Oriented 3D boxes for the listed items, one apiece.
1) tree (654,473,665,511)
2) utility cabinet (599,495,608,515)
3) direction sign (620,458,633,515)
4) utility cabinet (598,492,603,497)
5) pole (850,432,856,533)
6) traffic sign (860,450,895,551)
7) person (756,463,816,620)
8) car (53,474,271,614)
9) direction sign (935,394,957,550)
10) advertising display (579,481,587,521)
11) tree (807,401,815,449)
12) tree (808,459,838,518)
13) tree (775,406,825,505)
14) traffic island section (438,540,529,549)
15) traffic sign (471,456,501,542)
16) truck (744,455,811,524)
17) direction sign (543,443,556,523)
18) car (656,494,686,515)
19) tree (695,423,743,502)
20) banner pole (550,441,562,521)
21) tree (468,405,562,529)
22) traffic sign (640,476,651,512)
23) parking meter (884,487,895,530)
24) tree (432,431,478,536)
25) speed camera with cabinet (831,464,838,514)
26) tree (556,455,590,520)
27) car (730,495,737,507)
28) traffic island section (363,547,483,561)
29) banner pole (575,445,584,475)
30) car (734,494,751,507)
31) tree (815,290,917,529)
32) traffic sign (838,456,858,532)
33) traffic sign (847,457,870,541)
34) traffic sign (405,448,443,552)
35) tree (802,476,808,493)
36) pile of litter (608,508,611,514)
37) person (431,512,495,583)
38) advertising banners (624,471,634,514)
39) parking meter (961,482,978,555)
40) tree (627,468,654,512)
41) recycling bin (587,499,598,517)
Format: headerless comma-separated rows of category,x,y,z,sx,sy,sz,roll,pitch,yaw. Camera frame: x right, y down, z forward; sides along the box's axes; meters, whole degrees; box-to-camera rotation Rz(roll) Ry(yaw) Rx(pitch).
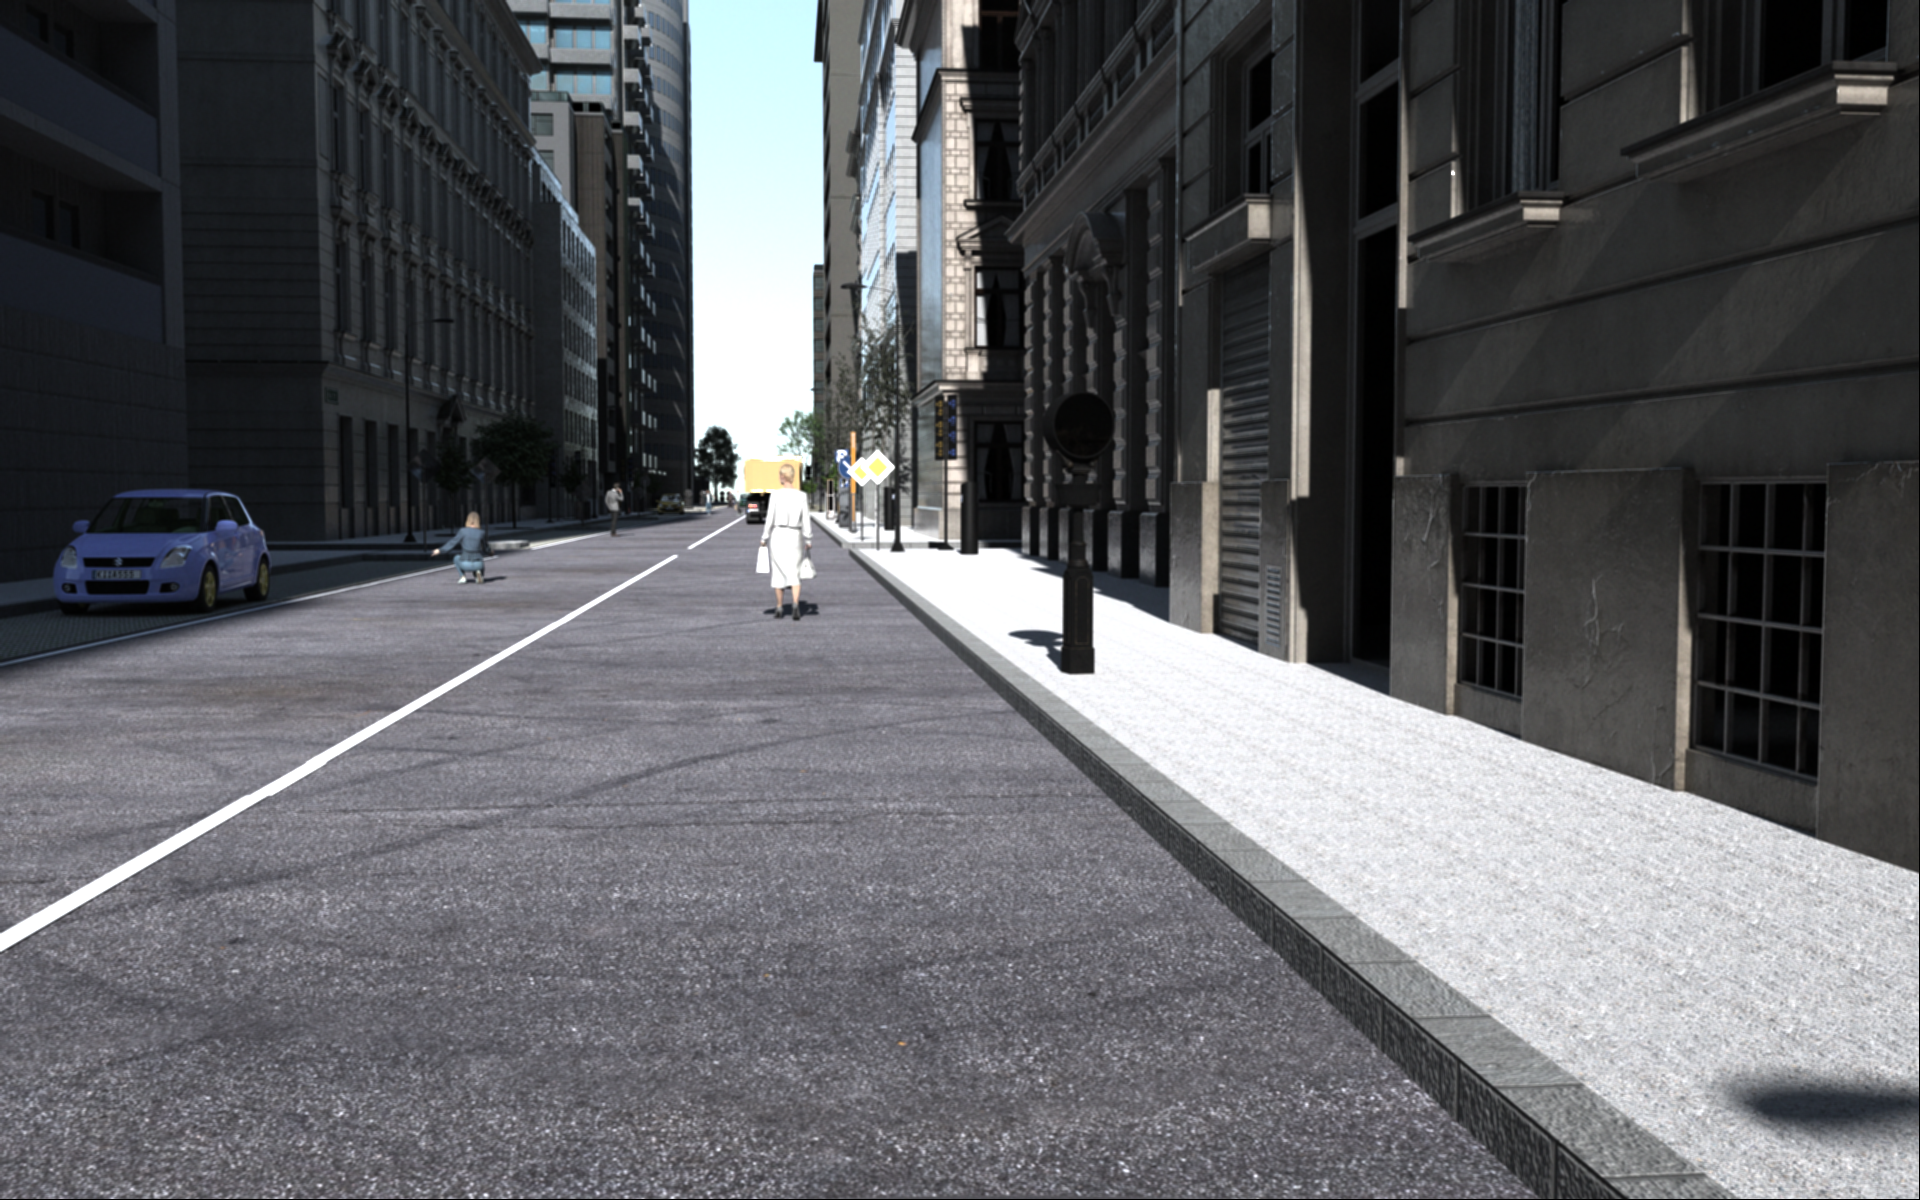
tree,-23.471,-8.383,131.657,1.663,3.219,1.824,0,3,0
utility cabinet,-21.645,-5.744,105.079,0.306,1.237,1.020,-2,4,-26
direction sign,-20.717,-7.069,107.580,0.876,3.537,0.379,-3,4,-37
utility cabinet,-23.057,-6.133,108.951,1.173,1.500,0.318,-1,4,-20
pole,-3.507,-3.854,56.848,0.158,3.312,0.155,0,3,0
traffic sign,-1.861,-2.173,39.174,0.795,2.450,0.064,0,4,-6
person,-1.999,-0.667,19.758,0.694,1.780,0.624,0,4,1
car,-9.950,-0.743,21.735,1.945,1.707,3.694,0,4,-7
direction sign,-0.323,-2.920,39.739,0.379,3.537,0.876,-2,4,-33
advertising display,-17.999,-4.740,82.709,0.123,1.923,0.974,0,4,5
tree,-9.098,-10.759,126.274,4.360,8.622,3.978,0,3,0
tree,-6.978,-6.138,94.964,1.663,3.219,1.824,0,3,0
tree,-18.212,-17.147,206.112,9.928,11.665,9.643,0,3,0
traffic island section,-12.639,-1.462,46.189,2.009,0.180,2.903,0,4,-6
traffic sign,-12.616,-2.599,46.129,0.795,2.450,0.064,0,4,-6
truck,-9.150,-5.497,85.800,3.469,3.379,9.791,0,4,-4
direction sign,-18.354,-5.226,77.442,0.379,3.537,0.876,1,4,23
car,-19.890,-6.668,119.244,2.015,1.641,3.980,0,4,-7
tree,-39.293,-22.126,278.767,9.611,12.733,9.660,0,3,0
banner pole,-19.209,-5.633,82.121,0.863,3.779,0.401,3,5,42
tree,-16.413,-4.910,63.993,4.285,4.588,4.351,0,3,0
traffic sign,-21.901,-7.365,120.520,0.768,2.556,0.104,0,4,1
parking meter,-2.492,-3.231,61.245,0.372,1.533,0.369,0,3,0
tree,-15.391,-3.564,52.875,1.663,3.219,1.824,0,3,0
speed camera with cabinet,-8.318,-7.270,113.201,0.660,3.252,2.038,0,4,6
tree,-19.119,-5.586,85.937,1.663,3.219,1.824,0,3,0
car,-25.110,-11.171,195.225,1.945,1.354,3.894,0,4,-7
traffic island section,-11.829,-0.976,38.245,2.009,0.180,2.903,0,4,-6
banner pole,-19.292,-5.994,88.021,0.863,3.779,0.401,3,4,36
car,-21.645,-9.930,174.156,2.131,1.459,4.920,0,4,-6
tree,-3.062,-6.888,62.986,4.360,8.622,3.978,0,3,0
traffic sign,-3.712,-3.560,58.311,0.768,2.556,0.104,0,4,-1
traffic sign,-2.671,-2.659,47.118,0.795,2.450,0.064,0,4,-6
traffic sign,-11.806,-2.113,38.185,0.795,2.450,0.064,0,4,-6
tree,-14.086,-10.389,164.461,1.663,3.219,1.824,0,3,0
pile of litter,-23.758,-6.232,115.859,1.176,0.858,1.719,0,4,-7
person,-7.980,-0.849,27.879,1.012,1.151,0.738,-1,4,-21
advertising banners,-21.508,-7.121,112.617,0.090,3.025,2.074,-2,4,-26
parking meter,0.203,-1.741,36.883,0.372,1.533,0.369,0,3,0
tree,-23.459,-8.059,126.358,1.663,3.219,1.824,0,3,0
recycling bin,-20.744,-5.170,97.081,0.722,1.027,0.722,-3,4,-38
